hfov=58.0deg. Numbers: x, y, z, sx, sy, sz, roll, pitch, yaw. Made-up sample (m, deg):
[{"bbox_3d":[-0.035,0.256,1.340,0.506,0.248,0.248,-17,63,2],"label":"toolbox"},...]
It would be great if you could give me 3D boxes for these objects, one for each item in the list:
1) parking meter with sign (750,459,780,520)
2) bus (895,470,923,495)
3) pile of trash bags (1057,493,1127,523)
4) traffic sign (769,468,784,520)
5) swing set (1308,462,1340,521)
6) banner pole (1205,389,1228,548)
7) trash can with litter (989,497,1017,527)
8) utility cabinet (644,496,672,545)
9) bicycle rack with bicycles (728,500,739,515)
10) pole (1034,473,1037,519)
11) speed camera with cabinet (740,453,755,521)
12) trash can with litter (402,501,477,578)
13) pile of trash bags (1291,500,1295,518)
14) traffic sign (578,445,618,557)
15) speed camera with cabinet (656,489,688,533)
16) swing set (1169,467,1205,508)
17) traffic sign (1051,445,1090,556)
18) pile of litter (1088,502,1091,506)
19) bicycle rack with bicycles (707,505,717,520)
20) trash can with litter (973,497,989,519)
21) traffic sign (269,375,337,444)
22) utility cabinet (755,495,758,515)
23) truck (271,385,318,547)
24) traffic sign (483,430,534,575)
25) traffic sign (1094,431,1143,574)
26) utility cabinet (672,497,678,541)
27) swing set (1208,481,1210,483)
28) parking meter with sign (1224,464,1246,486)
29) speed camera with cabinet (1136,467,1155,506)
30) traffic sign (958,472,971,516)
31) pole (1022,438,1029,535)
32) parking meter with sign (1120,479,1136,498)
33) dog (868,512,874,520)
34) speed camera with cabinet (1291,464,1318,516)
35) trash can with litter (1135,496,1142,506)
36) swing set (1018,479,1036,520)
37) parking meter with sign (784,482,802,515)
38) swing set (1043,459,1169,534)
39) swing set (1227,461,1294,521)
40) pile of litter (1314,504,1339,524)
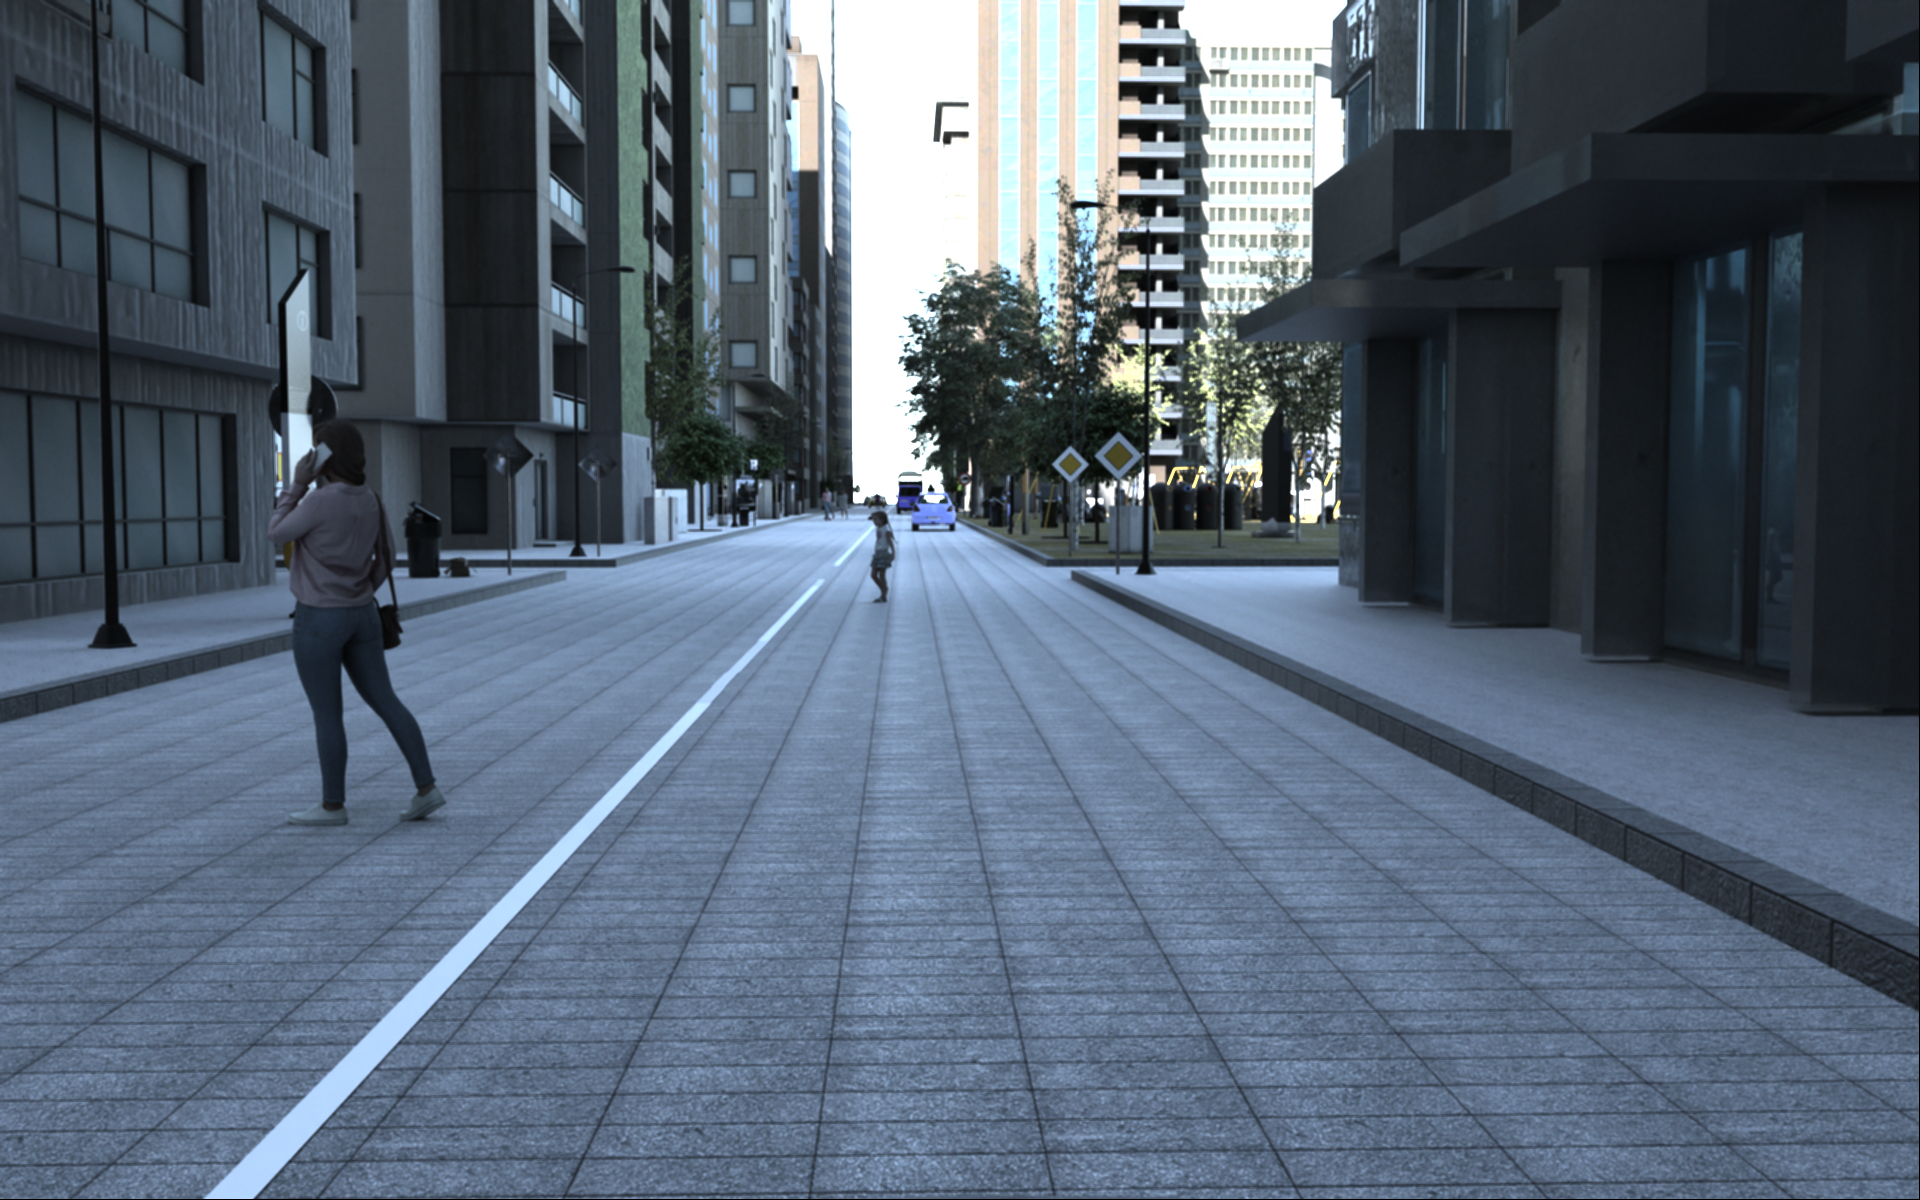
[{"bbox_3d":[-9.824,-5.583,87.539,0.543,3.016,1.738,2,4,35],"label":"parking meter with sign"},{"bbox_3d":[-5.198,-11.424,178.331,2.896,3.916,12.252,0,4,-3],"label":"bus"},{"bbox_3d":[6.067,-4.203,78.472,3.447,1.369,1.912,-2,4,-26],"label":"pile of trash bags"},{"bbox_3d":[-9.092,-5.247,85.888,0.768,2.556,0.104,0,4,4],"label":"traffic sign"},{"bbox_3d":[17.993,-5.067,80.458,2.862,2.851,3.119,-1,4,-9],"label":"swing set"},{"bbox_3d":[6.084,-3.139,41.345,0.401,3.779,0.863,3,5,43],"label":"banner pole"},{"bbox_3d":[1.821,-3.613,70.457,0.624,1.170,1.055,-2,4,-28],"label":"trash can with litter"},{"bbox_3d":[-7.795,-2.036,44.447,0.306,1.237,1.020,1,4,11],"label":"utility cabinet"},{"bbox_3d":[-14.032,-5.532,103.836,2.925,0.926,2.852,-3,5,-45],"label":"bicycle rack with bicycles"},{"bbox_3d":[3.891,-5.822,89.025,0.158,3.312,0.155,0,3,0],"label":"pole"},{"bbox_3d":[-10.149,-5.408,82.751,0.660,3.252,2.038,-1,4,-10],"label":"speed camera with cabinet"},{"bbox_3d":[-8.058,-0.943,26.811,1.055,1.170,0.624,-1,4,-23],"label":"trash can with litter"},{"bbox_3d":[16.230,-5.074,92.707,3.447,1.369,1.912,-2,4,-32],"label":"pile of trash bags"},{"bbox_3d":[-7.376,-1.937,35.316,0.795,2.450,0.064,0,4,-2],"label":"traffic sign"},{"bbox_3d":[-9.862,-3.792,56.333,2.038,3.252,0.660,-3,5,-45],"label":"speed camera with cabinet"},{"bbox_3d":[13.493,-6.423,102.634,2.862,2.851,3.119,-2,4,-26],"label":"swing set"},{"bbox_3d":[2.264,-1.955,35.603,0.795,2.450,0.064,0,4,-2],"label":"traffic sign"},{"bbox_3d":[6.693,-4.934,94.640,1.176,0.858,1.719,0,4,0],"label":"pile of litter"},{"bbox_3d":[-13.714,-4.359,84.652,2.852,0.926,2.925,-2,4,-33],"label":"bicycle rack with bicycles"},{"bbox_3d":[1.214,-4.813,90.083,1.055,1.170,0.624,-1,4,-14],"label":"trash can with litter"},{"bbox_3d":[-6.945,-1.113,18.303,0.768,2.556,0.104,0,4,8],"label":"traffic sign"},{"bbox_3d":[-13.050,-5.902,107.656,1.020,1.237,0.306,-2,4,-31],"label":"utility cabinet"},{"bbox_3d":[-17.519,-2.562,30.807,11.283,4.237,2.839,0,4,-4],"label":"truck"},{"bbox_3d":[-7.121,-1.449,27.335,0.795,2.450,0.064,0,4,-2],"label":"traffic sign"},{"bbox_3d":[2.519,-1.467,27.622,0.795,2.450,0.064,0,4,-2],"label":"traffic sign"},{"bbox_3d":[-7.974,-2.234,47.692,0.306,1.237,1.020,0,4,0],"label":"utility cabinet"},{"bbox_3d":[16.188,-6.103,97.400,2.862,2.851,3.119,-2,4,-26],"label":"swing set"},{"bbox_3d":[16.144,-6.344,99.988,1.738,3.016,0.543,2,4,32],"label":"parking meter with sign"},{"bbox_3d":[8.862,-5.076,77.325,2.038,3.252,0.660,3,4,37],"label":"speed camera with cabinet"},{"bbox_3d":[0.271,-6.177,101.100,0.768,2.556,0.104,0,4,-1],"label":"traffic sign"},{"bbox_3d":[2.075,-3.725,54.747,0.158,3.312,0.155,0,3,0],"label":"pole"},{"bbox_3d":[9.753,-6.320,99.588,0.543,3.016,1.738,-2,4,-34],"label":"parking meter with sign"},{"bbox_3d":[-4.876,-4.667,96.497,0.550,0.427,0.748,0,4,7],"label":"dog"},{"bbox_3d":[20.062,-6.576,101.852,0.660,3.252,2.038,-3,5,-42],"label":"speed camera with cabinet"},{"bbox_3d":[9.504,-5.020,93.457,0.624,1.170,1.055,0,4,4],"label":"trash can with litter"},{"bbox_3d":[4.806,-5.423,86.285,2.862,2.851,3.119,-1,4,-22],"label":"swing set"},{"bbox_3d":[-10.452,-6.674,105.382,1.738,3.016,0.543,2,4,26],"label":"parking meter with sign"},{"bbox_3d":[4.738,-3.635,57.051,3.119,2.851,2.862,-1,4,-21],"label":"swing set"},{"bbox_3d":[14.472,-5.260,83.620,2.862,2.851,3.119,0,4,3],"label":"swing set"},{"bbox_3d":[16.151,-3.730,74.951,1.719,0.858,1.176,0,4,-1],"label":"pile of litter"}]
